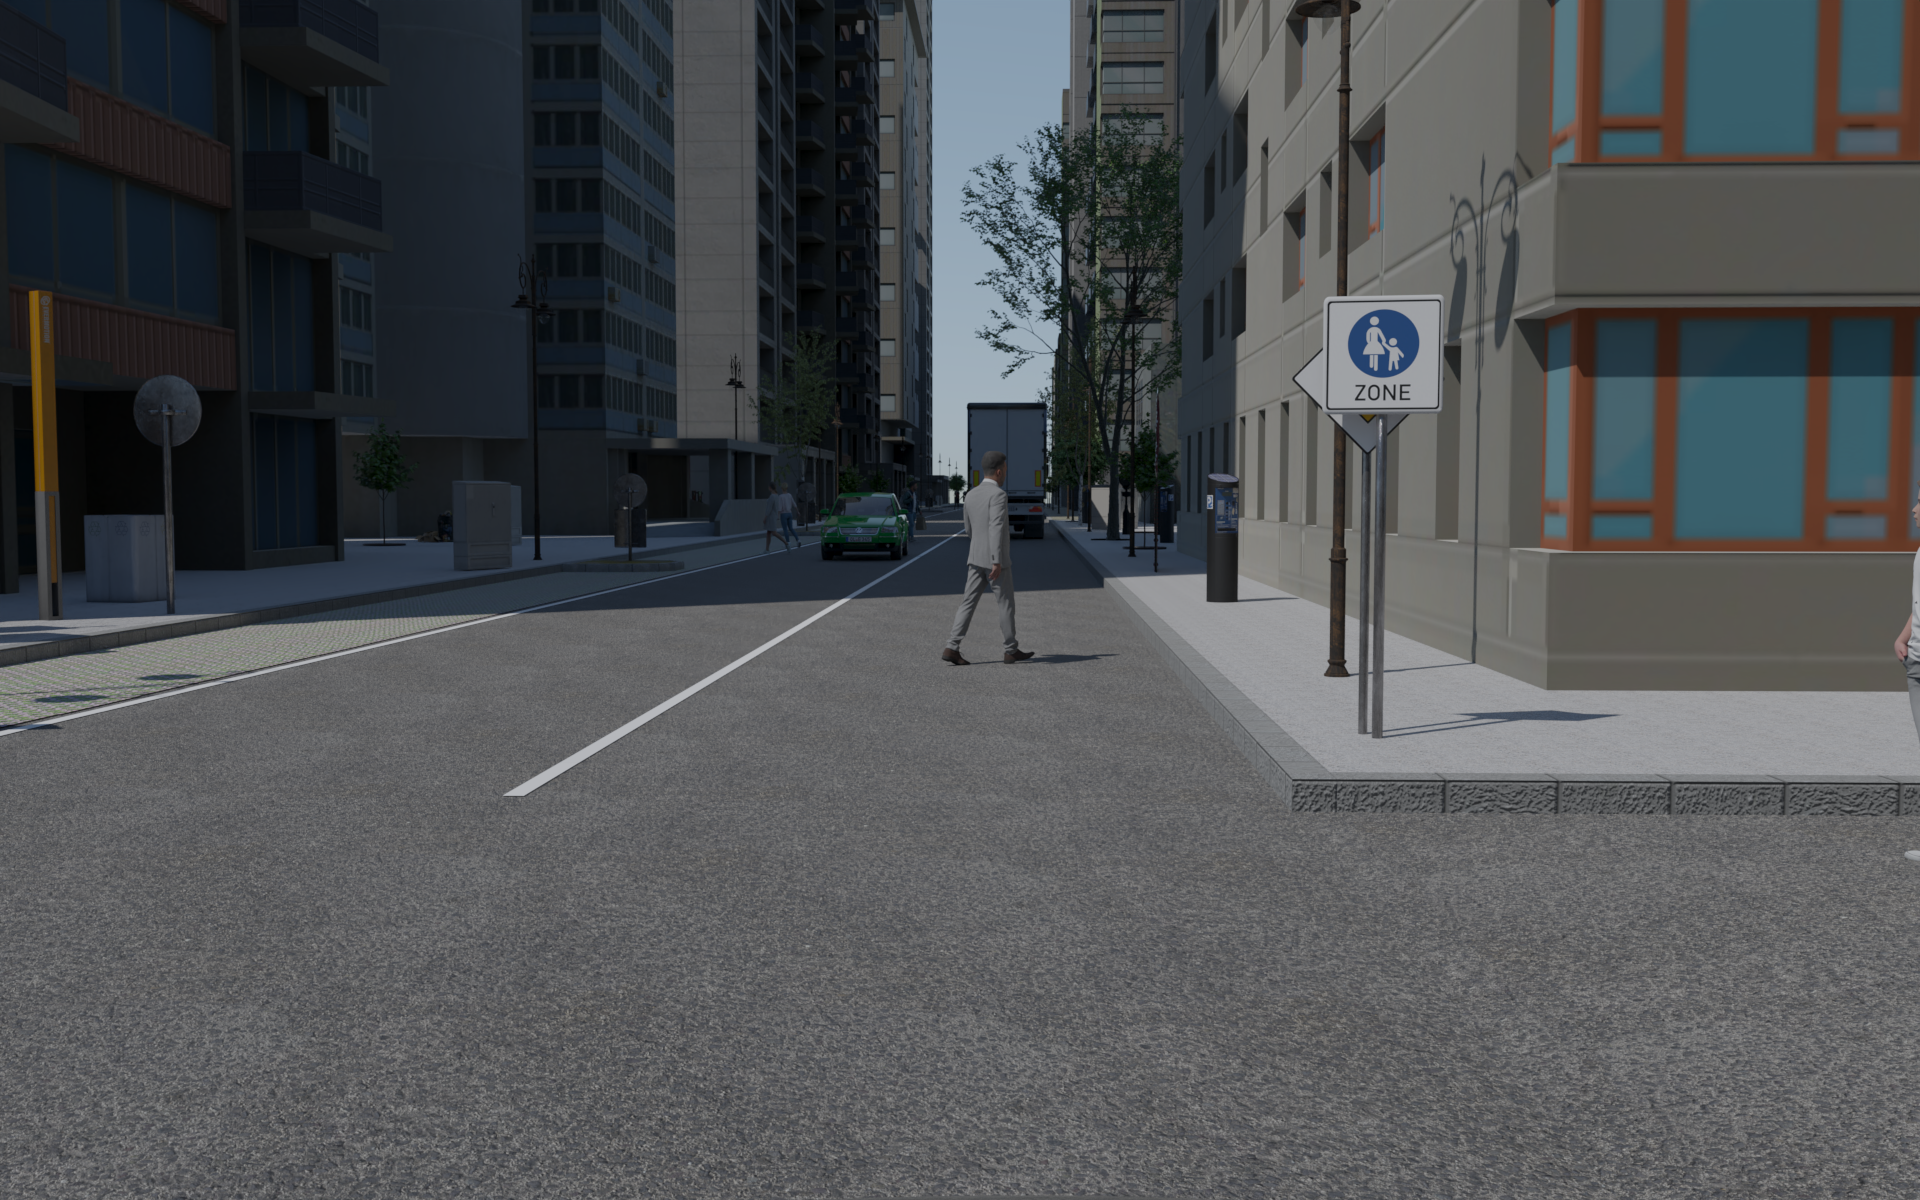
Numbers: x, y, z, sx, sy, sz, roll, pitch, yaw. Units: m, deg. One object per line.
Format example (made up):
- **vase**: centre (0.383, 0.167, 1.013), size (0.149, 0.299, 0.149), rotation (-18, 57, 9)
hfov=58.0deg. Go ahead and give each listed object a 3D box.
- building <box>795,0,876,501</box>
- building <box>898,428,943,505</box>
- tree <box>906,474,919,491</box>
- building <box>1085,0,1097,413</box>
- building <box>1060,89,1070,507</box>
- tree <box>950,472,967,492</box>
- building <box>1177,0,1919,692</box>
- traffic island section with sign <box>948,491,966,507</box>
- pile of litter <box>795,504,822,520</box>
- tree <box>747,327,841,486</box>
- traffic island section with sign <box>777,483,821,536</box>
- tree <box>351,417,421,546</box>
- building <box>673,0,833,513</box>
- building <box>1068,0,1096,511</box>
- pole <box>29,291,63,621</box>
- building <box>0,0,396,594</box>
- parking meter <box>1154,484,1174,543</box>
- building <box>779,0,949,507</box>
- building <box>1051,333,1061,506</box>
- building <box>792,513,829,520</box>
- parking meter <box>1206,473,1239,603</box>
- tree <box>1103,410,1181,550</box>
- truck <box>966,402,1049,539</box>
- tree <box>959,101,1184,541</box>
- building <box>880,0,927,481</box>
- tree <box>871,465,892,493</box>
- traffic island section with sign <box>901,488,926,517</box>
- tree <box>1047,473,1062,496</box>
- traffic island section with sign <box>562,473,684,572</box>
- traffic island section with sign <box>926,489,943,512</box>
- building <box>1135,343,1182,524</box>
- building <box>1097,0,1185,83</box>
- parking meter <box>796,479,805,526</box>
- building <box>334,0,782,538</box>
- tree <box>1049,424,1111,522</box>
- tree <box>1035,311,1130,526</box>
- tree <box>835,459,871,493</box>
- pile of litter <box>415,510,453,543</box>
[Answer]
- **building**: centre (-17.558, -28.468, 120.083), size (22.147, 44.769, 28.867), rotation (0, 4, 2)
- **building**: centre (-18.531, -31.643, 209.238), size (32.217, 40.220, 23.993), rotation (0, 4, 2)
- **tree**: centre (-4.513, -10.164, 160.781), size (1.663, 3.219, 1.824), rotation (0, 3, 0)
- **building**: centre (19.742, -30.280, 114.683), size (23.786, 49.044, 30.456), rotation (0, 4, 2)
- **building**: centre (17.354, -30.238, 177.983), size (14.154, 41.232, 14.086), rotation (0, 4, 2)
- **tree**: centre (-0.436, -15.968, 244.792), size (4.285, 4.588, 4.351), rotation (0, 3, 0)
- **building**: centre (18.787, -10.940, 23.904), size (28.899, 21.520, 27.650), rotation (0, 4, 2)
- **traffic island section with sign**: centre (-0.265, -11.222, 192.102), size (1.989, 1.847, 2.006), rotation (0, 4, 2)
- **pile of litter**: centre (-7.240, -4.305, 84.345), size (1.719, 0.858, 1.176), rotation (2, 4, 26)
- **tree**: centre (-7.000, -7.655, 75.518), size (4.737, 8.622, 4.395), rotation (0, 3, 0)
- **traffic island section with sign**: centre (-5.248, -3.108, 59.449), size (1.989, 1.847, 2.006), rotation (0, 4, 2)
- **tree**: centre (-14.208, -2.963, 43.039), size (1.663, 3.219, 1.824), rotation (0, 3, 0)
- **building**: centre (-15.022, -43.158, 143.892), size (20.563, 71.187, 20.611), rotation (0, 4, 2)
- **building**: centre (19.589, -36.801, 143.699), size (21.231, 58.520, 28.212), rotation (0, 4, 2)
- **pole**: centre (-9.252, -1.449, 17.529), size (0.158, 3.312, 0.155), rotation (0, 3, 0)
- **building**: centre (-21.726, -22.586, 23.912), size (22.147, 44.769, 28.867), rotation (0, 4, 2)
- **parking meter**: centre (5.432, -2.264, 45.431), size (0.372, 1.533, 0.369), rotation (0, 3, 0)
- **building**: centre (-11.872, -48.451, 230.423), size (20.563, 71.187, 20.611), rotation (0, 4, 2)
- **building**: centre (24.942, -21.696, 199.768), size (27.650, 21.520, 28.899), rotation (0, 4, 2)
- **building**: centre (-17.600, -40.121, 94.223), size (20.563, 71.187, 20.611), rotation (0, 4, 2)
- **parking meter**: centre (3.120, -0.744, 20.573), size (0.372, 1.533, 0.369), rotation (0, 3, 0)
- **tree**: centre (4.421, -2.792, 40.253), size (1.663, 3.219, 1.824), rotation (0, 3, 0)
- **truck**: centre (1.649, -4.258, 58.539), size (2.839, 4.237, 11.283), rotation (0, 4, 2)
- **tree**: centre (4.103, -7.445, 47.478), size (9.928, 11.665, 9.643), rotation (0, 3, 0)
- **building**: centre (-18.426, -36.306, 182.844), size (28.713, 52.752, 27.495), rotation (0, 4, 2)
- **tree**: centre (-5.234, -7.275, 113.540), size (1.663, 3.219, 1.824), rotation (0, 3, 0)
- **traffic island section with sign**: centre (-3.372, -6.169, 109.491), size (1.989, 1.847, 2.006), rotation (0, 4, 2)
- **tree**: centre (8.293, -9.828, 155.288), size (1.663, 3.219, 1.824), rotation (0, 3, 0)
- **traffic island section with sign**: centre (-6.258, -1.461, 32.512), size (1.989, 1.847, 2.006), rotation (0, 4, 2)
- **traffic island section with sign**: centre (-2.360, -7.816, 136.427), size (1.989, 1.847, 2.006), rotation (0, 4, 2)
- **building**: centre (19.130, -46.101, 66.425), size (22.319, 86.520, 31.000), rotation (0, 4, 2)
- **building**: centre (14.258, -25.006, 92.450), size (14.154, 41.232, 14.086), rotation (0, 4, 2)
- **parking meter**: centre (-6.357, -3.876, 69.077), size (0.255, 1.863, 0.399), rotation (-1, 4, -21)
- **building**: centre (-23.062, -22.423, 58.491), size (32.217, 40.220, 23.993), rotation (0, 4, 2)
- **tree**: centre (5.563, -5.861, 79.536), size (4.285, 4.588, 4.351), rotation (0, 3, 0)
- **tree**: centre (4.909, -7.346, 70.463), size (4.737, 8.622, 4.395), rotation (0, 3, 0)
- **tree**: centre (-6.127, -6.152, 95.187), size (1.663, 3.219, 1.824), rotation (0, 3, 0)
- **pile of litter**: centre (-14.034, -1.982, 46.375), size (1.176, 0.858, 1.719), rotation (0, 4, 5)
